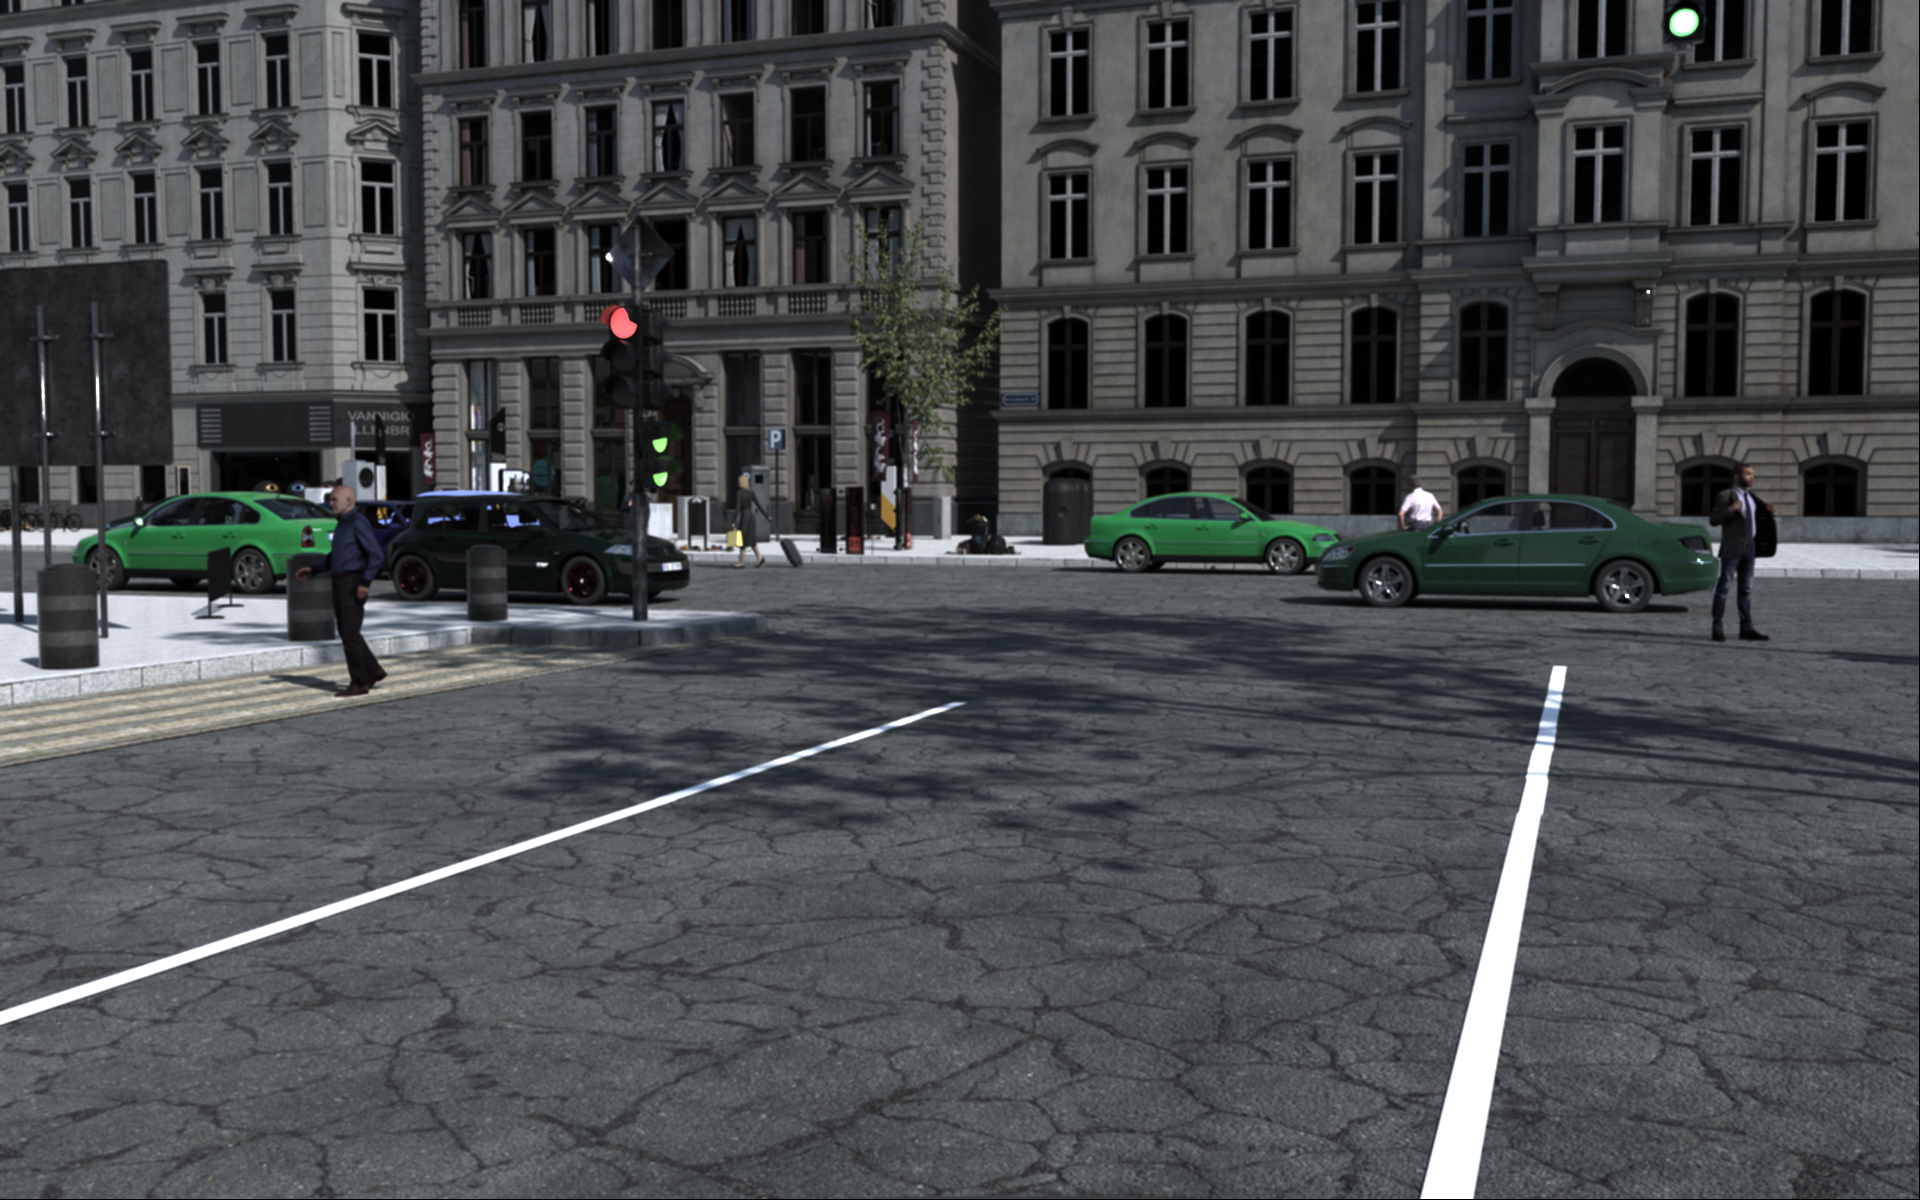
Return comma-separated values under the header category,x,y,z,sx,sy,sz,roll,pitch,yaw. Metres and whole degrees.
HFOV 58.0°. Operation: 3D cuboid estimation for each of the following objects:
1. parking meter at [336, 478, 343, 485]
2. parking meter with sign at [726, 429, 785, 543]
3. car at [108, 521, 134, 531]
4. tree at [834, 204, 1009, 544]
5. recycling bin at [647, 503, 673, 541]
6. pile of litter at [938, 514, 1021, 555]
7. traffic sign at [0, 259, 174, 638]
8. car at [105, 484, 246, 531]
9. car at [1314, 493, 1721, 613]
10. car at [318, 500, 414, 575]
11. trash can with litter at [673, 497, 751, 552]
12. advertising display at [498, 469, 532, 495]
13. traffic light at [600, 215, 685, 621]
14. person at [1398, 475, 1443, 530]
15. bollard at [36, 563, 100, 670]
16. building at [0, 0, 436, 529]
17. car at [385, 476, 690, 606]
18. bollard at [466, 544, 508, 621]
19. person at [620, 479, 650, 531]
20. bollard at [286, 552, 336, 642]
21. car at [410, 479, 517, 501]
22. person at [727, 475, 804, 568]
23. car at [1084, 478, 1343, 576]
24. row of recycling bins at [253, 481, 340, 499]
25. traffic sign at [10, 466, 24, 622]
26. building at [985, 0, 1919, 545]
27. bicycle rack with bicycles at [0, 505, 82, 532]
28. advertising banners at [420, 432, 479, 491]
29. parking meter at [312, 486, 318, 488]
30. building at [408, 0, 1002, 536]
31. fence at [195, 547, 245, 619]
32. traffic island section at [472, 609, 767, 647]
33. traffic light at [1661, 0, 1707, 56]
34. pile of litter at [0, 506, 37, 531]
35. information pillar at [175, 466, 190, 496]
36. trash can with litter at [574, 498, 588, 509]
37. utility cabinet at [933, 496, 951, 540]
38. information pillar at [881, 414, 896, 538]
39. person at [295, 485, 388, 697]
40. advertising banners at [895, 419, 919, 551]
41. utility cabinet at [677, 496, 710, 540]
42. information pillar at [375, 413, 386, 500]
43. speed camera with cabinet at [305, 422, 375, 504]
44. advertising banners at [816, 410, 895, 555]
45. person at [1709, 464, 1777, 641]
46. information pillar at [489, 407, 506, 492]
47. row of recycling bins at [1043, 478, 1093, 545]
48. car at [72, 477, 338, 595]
category,x,y,z,sx,sy,sz,roll,pitch,yaw
parking meter,-20.496,-3.170,57.535,0.399,1.863,0.255,1,4,21
parking meter with sign,-5.429,-3.032,45.826,0.543,3.016,1.738,3,5,39
car,-15.209,-1.414,35.128,4.499,1.417,2.014,1,4,19
tree,-1.200,-5.754,44.433,4.737,8.622,4.395,0,3,0
recycling bin,-8.330,-2.141,47.561,0.722,1.027,0.722,-2,4,-27
pile of litter,0.424,-1.411,37.032,1.719,0.858,1.176,1,4,23
traffic sign,-7.915,-1.319,15.439,2.265,3.308,0.079,1,4,21
car,-17.487,-1.808,39.344,4.222,1.686,2.009,1,4,19
car,7.009,-0.628,22.069,4.920,1.459,2.131,1,4,21
car,-9.440,-1.027,29.375,3.894,1.354,1.945,1,4,21
trash can with litter,-5.720,-1.713,39.067,2.233,1.210,1.678,3,4,36
advertising display,-12.816,-2.728,49.811,0.974,1.923,0.123,0,4,-2
traffic light,-3.234,-1.747,17.477,0.839,4.253,0.868,1,4,20
person,6.758,-0.991,25.638,0.756,1.711,0.436,-1,4,-12
bollard,-6.600,0.116,12.817,0.404,0.777,0.398,0,3,0
building,-36.830,-18.134,72.910,44.131,29.872,17.030,1,4,20
car,-5.730,-0.831,23.377,4.222,1.686,2.009,1,4,19
bollard,-4.822,-0.180,17.656,0.404,0.777,0.398,0,3,0
person,-6.020,-1.387,32.094,0.541,1.710,0.530,0,4,6
bollard,-5.709,-0.032,15.235,0.404,0.777,0.398,0,3,0
car,-9.438,-1.361,31.849,3.694,1.707,1.945,1,4,22
person,-3.782,-1.520,33.562,1.509,1.804,0.699,-1,4,-17
car,4.647,-1.394,31.590,4.718,1.807,1.959,1,4,18
row of recycling bins,-19.895,-2.827,53.333,3.534,1.692,1.069,-1,4,-14
traffic sign,-9.446,-1.052,17.312,0.768,2.556,0.104,2,4,24
building,18.788,-14.172,50.797,34.723,24.649,14.460,1,4,20
bicycle rack with bicycles,-31.651,-2.756,58.448,2.925,0.926,2.852,1,4,21
advertising banners,-14.395,-3.228,48.972,2.074,3.025,0.090,1,4,21
parking meter,-21.193,-2.976,57.070,0.372,1.533,0.369,0,3,0
building,-7.651,-14.115,59.653,19.941,23.489,11.050,1,4,20
fence,-8.017,-0.207,18.767,0.278,0.683,2.069,-1,4,-17
traffic island section,-3.268,0.285,17.625,2.009,0.180,2.903,1,4,20
traffic light,7.883,-2.361,13.272,4.771,5.953,1.251,1,4,20
pile of litter,-33.448,-2.892,61.242,1.719,0.858,1.176,-3,5,-41
information pillar,-20.619,-2.538,45.981,0.304,2.012,0.304,-3,4,-38
trash can with litter,-10.664,-2.201,47.370,1.055,1.170,0.624,2,4,25
utility cabinet,-0.513,-2.331,49.278,0.306,1.237,1.020,-1,4,-14
information pillar,-2.091,-3.651,51.051,0.504,3.616,0.183,2,4,28
person,-4.401,-0.068,12.307,0.600,1.496,0.574,-1,4,-17
advertising banners,-1.218,-2.681,40.021,0.090,3.025,2.074,1,4,14
utility cabinet,-7.468,-2.289,48.580,0.306,1.237,1.020,2,4,35
information pillar,-16.898,-3.620,50.543,0.183,3.616,0.504,0,4,5
speed camera with cabinet,-16.717,-3.204,46.715,0.660,3.252,2.038,2,4,24
advertising banners,-2.253,-2.477,36.687,2.074,3.025,0.090,3,4,38
person,7.623,-0.461,16.852,0.655,1.722,0.431,-1,4,-18
information pillar,-12.321,-3.356,46.230,0.183,3.616,0.504,3,5,40
row of recycling bins,2.858,-2.308,44.844,1.069,1.692,3.534,1,4,13
car,-11.068,-1.045,25.883,4.718,1.807,1.959,1,4,20
